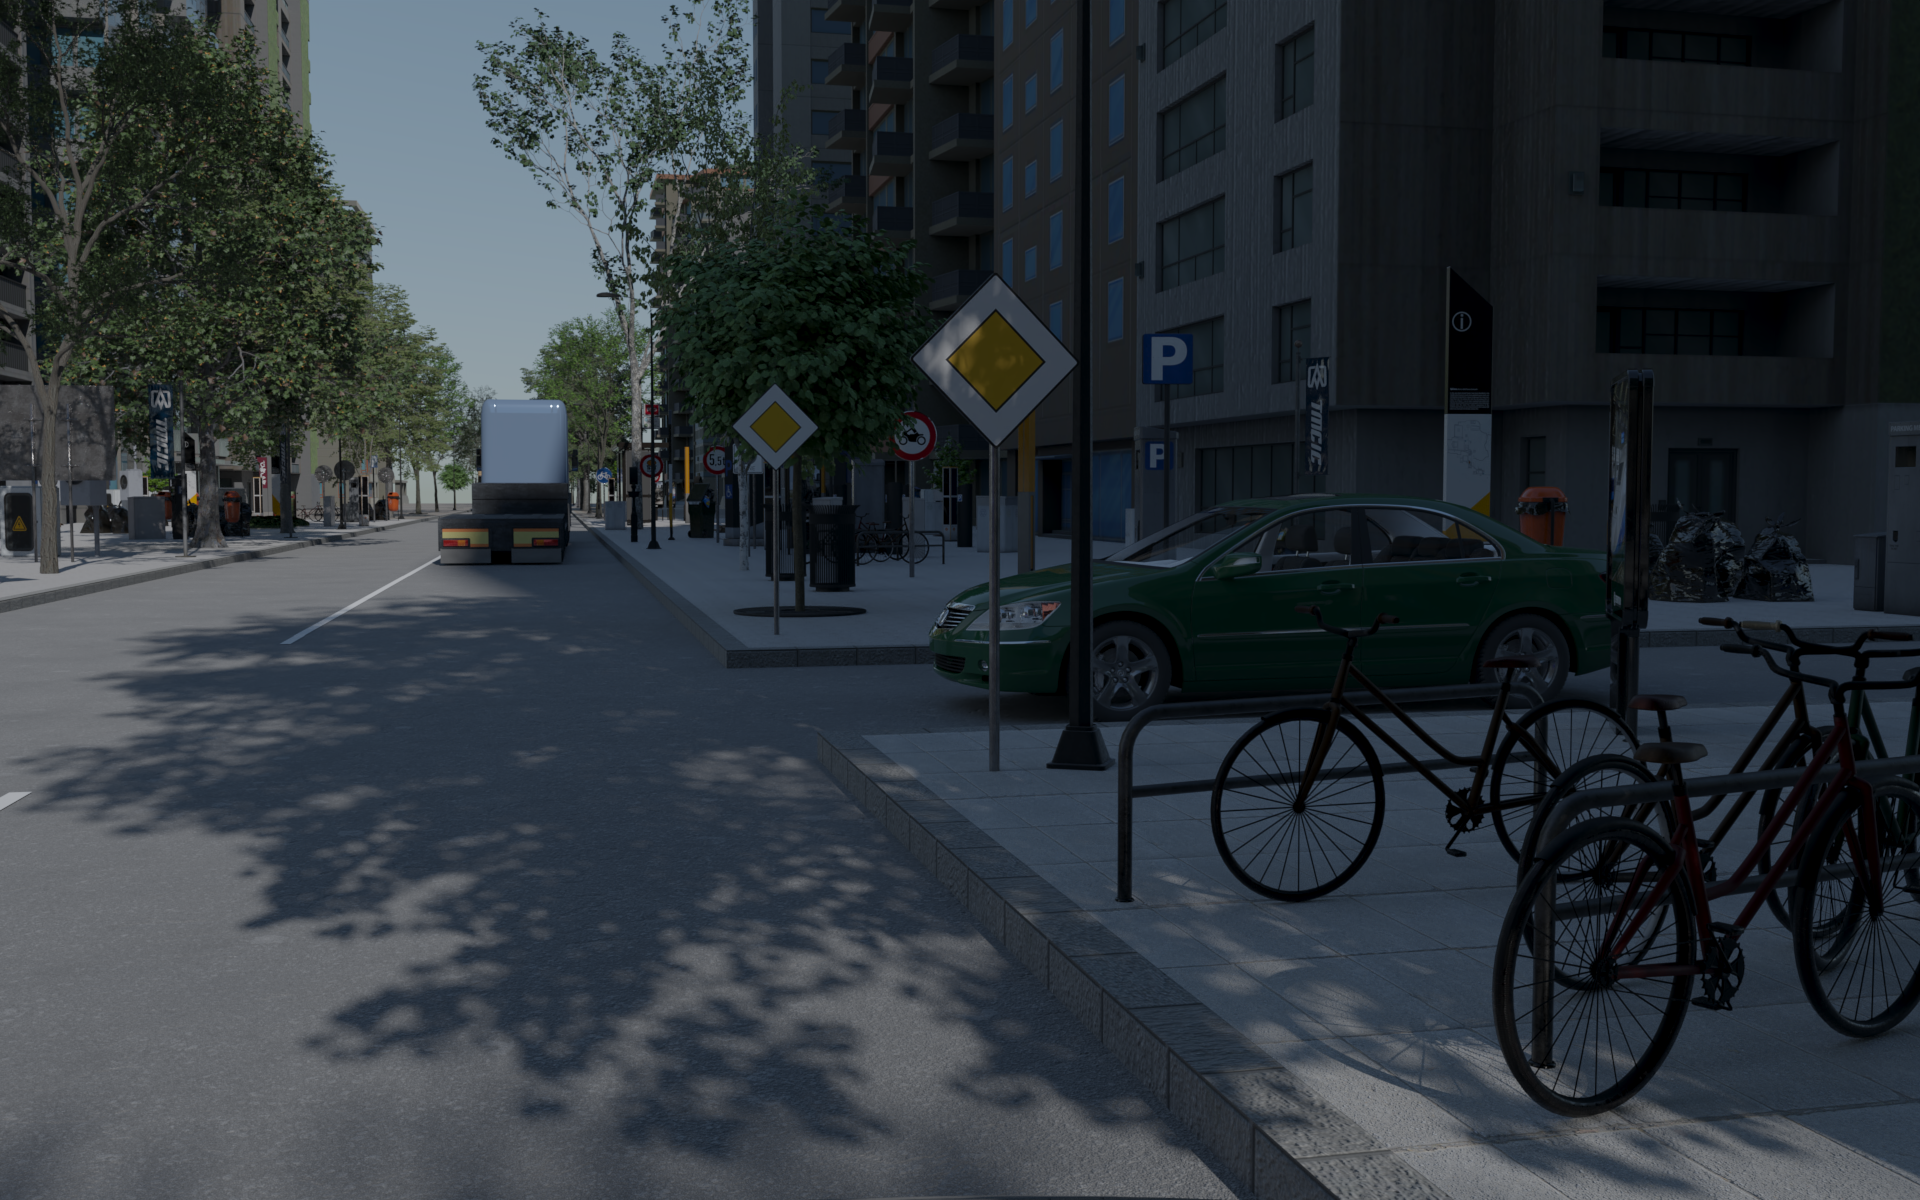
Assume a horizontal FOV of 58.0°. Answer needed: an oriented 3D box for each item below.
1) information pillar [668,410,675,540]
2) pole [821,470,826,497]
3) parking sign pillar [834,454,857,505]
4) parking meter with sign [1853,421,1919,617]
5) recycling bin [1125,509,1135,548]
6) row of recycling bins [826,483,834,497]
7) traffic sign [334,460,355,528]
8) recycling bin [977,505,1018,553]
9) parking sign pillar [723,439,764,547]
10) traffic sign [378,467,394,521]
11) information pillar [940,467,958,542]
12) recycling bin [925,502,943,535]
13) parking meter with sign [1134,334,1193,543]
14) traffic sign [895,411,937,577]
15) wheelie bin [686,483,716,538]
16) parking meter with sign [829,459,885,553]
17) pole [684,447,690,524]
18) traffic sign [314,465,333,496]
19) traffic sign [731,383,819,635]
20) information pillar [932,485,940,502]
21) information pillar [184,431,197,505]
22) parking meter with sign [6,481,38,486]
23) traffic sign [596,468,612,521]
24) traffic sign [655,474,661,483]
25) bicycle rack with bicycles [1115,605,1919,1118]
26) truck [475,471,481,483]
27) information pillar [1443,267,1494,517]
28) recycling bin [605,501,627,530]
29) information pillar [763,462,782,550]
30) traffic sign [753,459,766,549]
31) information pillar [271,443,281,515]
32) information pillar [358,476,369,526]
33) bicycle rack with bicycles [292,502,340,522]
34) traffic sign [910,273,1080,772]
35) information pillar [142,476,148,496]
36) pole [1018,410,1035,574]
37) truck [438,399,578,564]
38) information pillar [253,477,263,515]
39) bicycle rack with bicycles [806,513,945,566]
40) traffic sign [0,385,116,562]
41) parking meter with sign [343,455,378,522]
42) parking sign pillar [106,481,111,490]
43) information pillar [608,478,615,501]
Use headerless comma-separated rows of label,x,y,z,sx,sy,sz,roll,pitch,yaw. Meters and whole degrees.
information pillar,-8.039,-3.472,48.128,0.183,3.616,0.504,0,4,-8
pole,-3.516,-3.073,44.086,0.158,3.312,0.155,0,3,0
parking sign pillar,-3.608,-4.112,55.708,1.447,3.967,1.447,1,4,20
parking meter with sign,10.211,-1.346,18.274,0.543,3.016,1.738,-1,4,-13
recycling bin,3.254,-1.061,29.906,0.722,1.027,0.722,0,4,-1
row of recycling bins,-4.932,-3.674,67.180,1.069,1.692,3.534,1,4,20
traffic sign,-23.074,-3.966,64.942,0.768,2.556,0.104,0,4,-7
recycling bin,0.851,-1.567,38.182,0.722,1.027,0.722,2,4,32
parking sign pillar,-5.169,-3.332,42.953,1.447,3.967,1.447,-3,4,-36
traffic sign,-27.306,-5.035,82.427,0.768,2.556,0.104,-1,4,-12
information pillar,-0.263,-2.584,46.739,0.304,2.012,0.304,3,5,44
recycling bin,-0.703,-2.569,54.556,0.722,1.027,0.722,1,4,10
parking meter with sign,2.251,-1.435,19.728,0.543,3.016,1.738,0,4,0
traffic sign,-0.739,-1.621,26.604,0.768,2.556,0.104,-1,4,-10
wheelie bin,-7.547,-2.610,50.578,0.980,1.594,0.693,3,4,38
parking meter with sign,-1.982,-2.533,37.677,1.738,3.016,0.543,-1,4,-9
pole,-11.860,-4.978,75.226,0.158,3.312,0.155,0,3,0
traffic sign,-27.975,-4.653,76.178,0.768,2.556,0.104,-1,4,-13
traffic sign,-1.675,-0.740,15.736,0.795,2.450,0.064,-1,4,-13
information pillar,-0.824,-3.466,61.166,0.304,2.012,0.304,-1,4,-12
information pillar,-27.648,-4.324,62.056,0.504,3.616,0.183,-3,5,-45
parking meter with sign,-25.137,-3.068,46.421,1.738,3.016,0.543,0,4,-2
traffic sign,-17.173,-5.106,83.588,0.768,2.556,0.104,-1,4,-12
traffic sign,-14.586,-5.023,82.240,0.768,2.556,0.104,0,4,-6
bicycle rack with bicycles,1.901,0.513,4.996,2.925,0.926,2.852,-2,4,-25
truck,-37.770,-9.262,140.339,2.839,4.237,11.283,-1,4,-15
information pillar,5.254,-1.628,17.981,0.504,3.616,0.183,0,4,-4
recycling bin,-12.402,-3.050,62.427,0.722,1.027,0.722,0,4,-6
information pillar,-4.292,-2.153,39.698,0.304,2.012,0.304,2,4,29
traffic sign,-4.796,-2.470,40.380,0.884,2.594,0.081,-1,4,-10
information pillar,-28.258,-4.908,71.606,0.504,3.616,0.183,2,4,28
information pillar,-23.802,-3.953,69.122,0.304,2.012,0.304,-3,5,-44
bicycle rack with bicycles,-29.470,-4.113,80.631,2.925,0.926,2.852,-1,4,-15
traffic sign,0.156,-0.264,7.963,0.795,2.450,0.064,-1,4,-13
information pillar,-33.944,-4.127,71.961,0.304,2.012,0.304,2,4,34
pole,0.798,-1.645,20.736,0.158,3.312,0.155,0,3,0
truck,-11.169,-3.299,43.695,2.967,4.110,18.799,-1,4,-12
information pillar,-30.702,-4.361,75.792,0.304,2.012,0.304,0,4,-1
bicycle rack with bicycles,-1.710,-1.140,32.014,2.925,0.926,2.852,-2,4,-29
traffic sign,-17.016,-2.359,32.446,2.265,3.308,0.079,0,4,-8
parking meter with sign,-27.312,-5.034,78.563,1.738,3.016,0.543,1,4,16
parking sign pillar,-36.465,-5.217,73.767,1.447,3.967,1.447,-2,4,-26
information pillar,-16.117,-4.624,80.088,0.304,2.012,0.304,-1,4,-15
